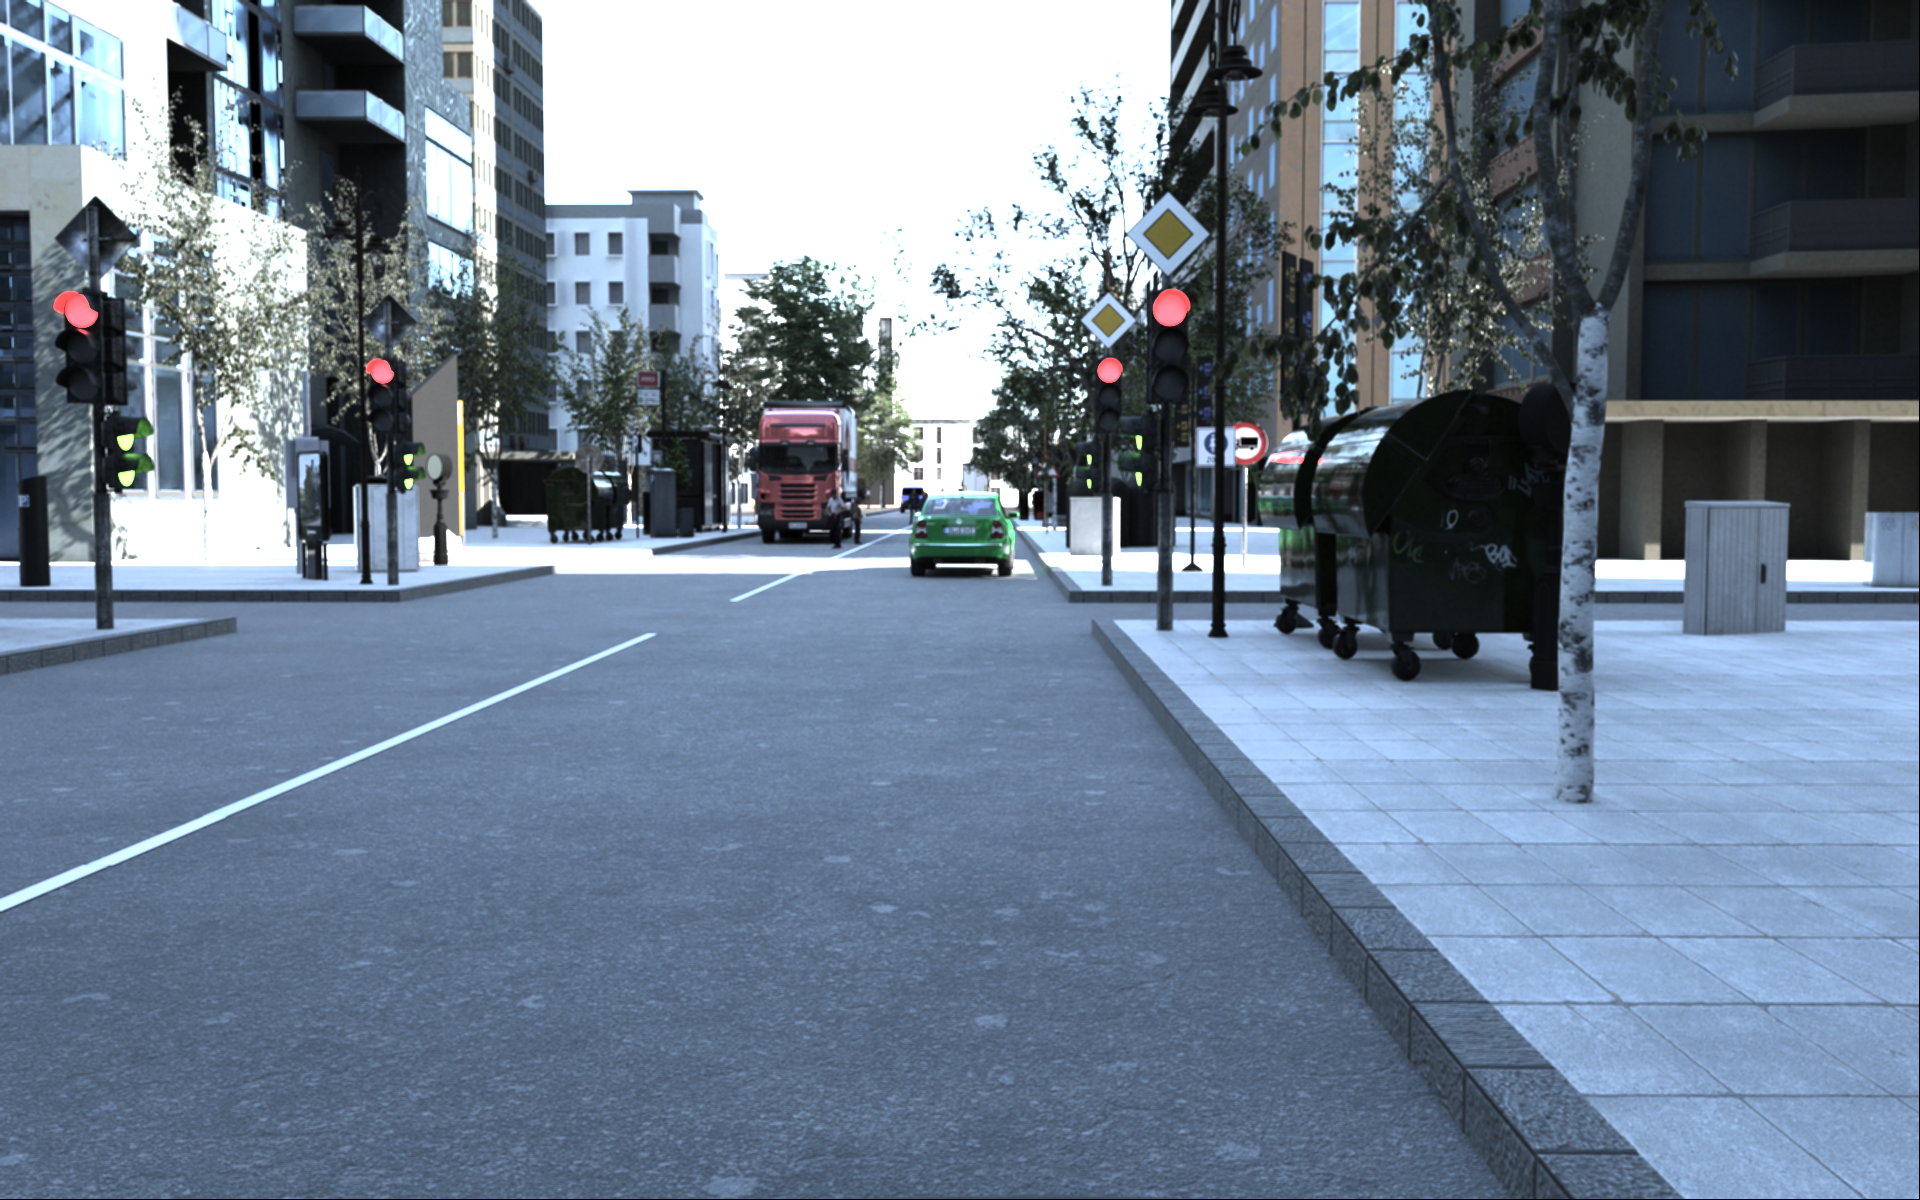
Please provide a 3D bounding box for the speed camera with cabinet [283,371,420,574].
[{"bbox_3d":[-9.963,-2.081,28.357,2.038,3.252,0.660,-2,4,-23],"label":"speed camera with cabinet"}]

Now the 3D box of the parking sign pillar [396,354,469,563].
[{"bbox_3d":[-10.098,-2.715,32.865,1.447,3.967,1.447,2,4,23],"label":"parking sign pillar"}]

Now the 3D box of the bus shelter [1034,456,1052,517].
[{"bbox_3d":[5.057,-6.094,93.556,2.014,3.302,5.546,0,4,1],"label":"bus shelter"}]

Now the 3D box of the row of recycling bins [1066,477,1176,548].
[{"bbox_3d":[4.006,-2.153,42.310,3.534,1.692,1.069,-3,5,-42],"label":"row of recycling bins"}]

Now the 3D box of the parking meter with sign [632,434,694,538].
[{"bbox_3d":[-8.725,-3.347,50.990,1.738,3.016,0.543,-2,4,-32],"label":"parking meter with sign"}]

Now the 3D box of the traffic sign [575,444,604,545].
[{"bbox_3d":[-9.387,-2.674,43.828,0.768,2.556,0.104,1,4,9],"label":"traffic sign"}]

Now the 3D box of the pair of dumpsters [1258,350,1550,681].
[{"bbox_3d":[3.503,-0.693,13.823,1.574,2.255,4.437,0,4,1],"label":"pair of dumpsters"}]

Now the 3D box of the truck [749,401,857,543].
[{"bbox_3d":[-4.694,-3.997,54.260,2.839,4.237,11.283,0,4,-1],"label":"truck"}]

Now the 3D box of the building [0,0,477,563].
[{"bbox_3d":[-27.058,-44.810,45.320,22.319,86.520,31.000,0,4,1],"label":"building"}]

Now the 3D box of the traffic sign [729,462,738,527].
[{"bbox_3d":[-9.053,-4.155,68.039,0.768,2.556,0.104,0,4,2],"label":"traffic sign"}]

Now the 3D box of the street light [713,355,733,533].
[{"bbox_3d":[-7.853,-5.188,57.606,0.468,5.910,1.993,0,4,1],"label":"street light"}]

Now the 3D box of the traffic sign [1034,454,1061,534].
[{"bbox_3d":[2.808,-3.409,55.734,0.884,2.594,0.081,0,4,6],"label":"traffic sign"}]

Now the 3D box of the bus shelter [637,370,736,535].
[{"bbox_3d":[-9.352,-4.973,58.938,2.179,5.291,8.768,0,4,1],"label":"bus shelter"}]

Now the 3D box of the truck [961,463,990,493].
[{"bbox_3d":[1.428,-10.474,160.157,2.839,4.237,11.283,0,4,0],"label":"truck"}]

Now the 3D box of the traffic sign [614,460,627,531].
[{"bbox_3d":[-10.318,-3.061,52.177,0.606,2.300,0.079,0,4,8],"label":"traffic sign"}]

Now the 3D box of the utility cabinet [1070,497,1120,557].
[{"bbox_3d":[2.792,-1.511,35.873,1.020,1.237,0.306,2,4,30],"label":"utility cabinet"}]

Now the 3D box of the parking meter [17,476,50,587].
[{"bbox_3d":[-12.909,-0.962,24.133,0.372,1.533,0.369,0,3,0],"label":"parking meter"}]

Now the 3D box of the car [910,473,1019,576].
[{"bbox_3d":[0.095,-1.397,31.643,1.959,1.807,4.718,0,4,3],"label":"car"}]

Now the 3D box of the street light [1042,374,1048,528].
[{"bbox_3d":[3.182,-5.655,65.241,0.468,5.910,1.993,0,4,1],"label":"street light"}]

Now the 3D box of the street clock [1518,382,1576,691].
[{"bbox_3d":[3.889,-0.413,11.324,0.471,2.002,0.358,-2,4,-28],"label":"street clock"}]

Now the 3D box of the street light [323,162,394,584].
[{"bbox_3d":[-8.497,-3.170,24.613,0.468,5.910,1.993,0,4,1],"label":"street light"}]

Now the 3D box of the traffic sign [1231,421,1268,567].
[{"bbox_3d":[4.996,-1.852,30.386,0.768,2.556,0.104,1,4,10],"label":"traffic sign"}]

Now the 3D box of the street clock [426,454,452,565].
[{"bbox_3d":[-9.394,-1.634,31.291,0.471,2.002,0.358,3,4,37],"label":"street clock"}]

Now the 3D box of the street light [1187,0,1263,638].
[{"bbox_3d":[2.320,-2.606,15.391,0.468,5.910,1.993,0,4,1],"label":"street light"}]

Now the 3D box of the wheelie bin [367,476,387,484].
[{"bbox_3d":[-10.092,-1.376,30.410,0.693,1.594,0.980,3,5,44],"label":"wheelie bin"}]

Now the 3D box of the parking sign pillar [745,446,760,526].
[{"bbox_3d":[-7.944,-4.973,69.778,1.447,3.967,1.447,0,4,2],"label":"parking sign pillar"}]

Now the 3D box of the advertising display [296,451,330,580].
[{"bbox_3d":[-9.712,-1.273,26.020,0.123,1.923,0.974,-3,5,-41],"label":"advertising display"}]

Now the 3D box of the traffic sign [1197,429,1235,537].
[{"bbox_3d":[3.924,-1.498,26.617,0.606,2.300,0.079,0,4,4],"label":"traffic sign"}]

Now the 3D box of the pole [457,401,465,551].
[{"bbox_3d":[-10.957,-2.695,37.911,0.158,3.312,0.155,0,3,0],"label":"pole"}]

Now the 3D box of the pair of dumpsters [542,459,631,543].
[{"bbox_3d":[-10.122,-2.721,46.989,1.574,2.255,4.437,0,4,1],"label":"pair of dumpsters"}]

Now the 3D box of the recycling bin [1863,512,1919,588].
[{"bbox_3d":[13.010,-0.703,24.042,0.722,1.027,0.722,1,4,18],"label":"recycling bin"}]

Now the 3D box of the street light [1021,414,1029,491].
[{"bbox_3d":[3.701,-7.696,98.612,0.468,5.910,1.993,0,4,1],"label":"street light"}]

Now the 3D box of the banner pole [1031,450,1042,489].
[{"bbox_3d":[4.443,-6.650,98.749,0.863,3.779,0.401,-1,4,-17],"label":"banner pole"}]

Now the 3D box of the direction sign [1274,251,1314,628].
[{"bbox_3d":[3.227,-1.507,16.638,0.379,3.537,0.876,2,4,29],"label":"direction sign"}]

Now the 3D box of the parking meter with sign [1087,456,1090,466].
[{"bbox_3d":[4.931,-4.690,72.936,1.738,3.016,0.543,-3,4,-38],"label":"parking meter with sign"}]

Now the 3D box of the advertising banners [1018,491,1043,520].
[{"bbox_3d":[3.901,-5.482,85.811,2.074,3.025,0.090,0,4,-5],"label":"advertising banners"}]

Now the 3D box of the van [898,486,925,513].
[{"bbox_3d":[-3.594,-7.850,132.737,2.240,2.365,5.245,0,4,0],"label":"van"}]

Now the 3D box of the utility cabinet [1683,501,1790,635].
[{"bbox_3d":[7.170,-0.295,15.989,1.020,1.237,0.306,-2,4,-24],"label":"utility cabinet"}]

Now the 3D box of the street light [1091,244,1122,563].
[{"bbox_3d":[2.716,-3.637,32.245,0.468,5.910,1.993,0,4,1],"label":"street light"}]

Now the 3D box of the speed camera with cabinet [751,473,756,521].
[{"bbox_3d":[-8.184,-5.006,76.181,2.038,3.252,0.660,2,4,25],"label":"speed camera with cabinet"}]

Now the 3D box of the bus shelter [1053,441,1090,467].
[{"bbox_3d":[5.240,-5.411,79.749,1.731,3.624,6.357,0,4,1],"label":"bus shelter"}]

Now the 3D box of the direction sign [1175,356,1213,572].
[{"bbox_3d":[3.868,-2.247,28.730,0.379,3.537,0.876,-3,4,-36],"label":"direction sign"}]

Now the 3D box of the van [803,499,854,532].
[{"bbox_3d":[-4.967,-3.606,63.348,2.240,2.365,5.245,0,4,0],"label":"van"}]

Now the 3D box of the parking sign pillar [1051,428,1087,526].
[{"bbox_3d":[4.374,-4.930,69.070,1.447,3.967,1.447,-1,4,-21],"label":"parking sign pillar"}]
